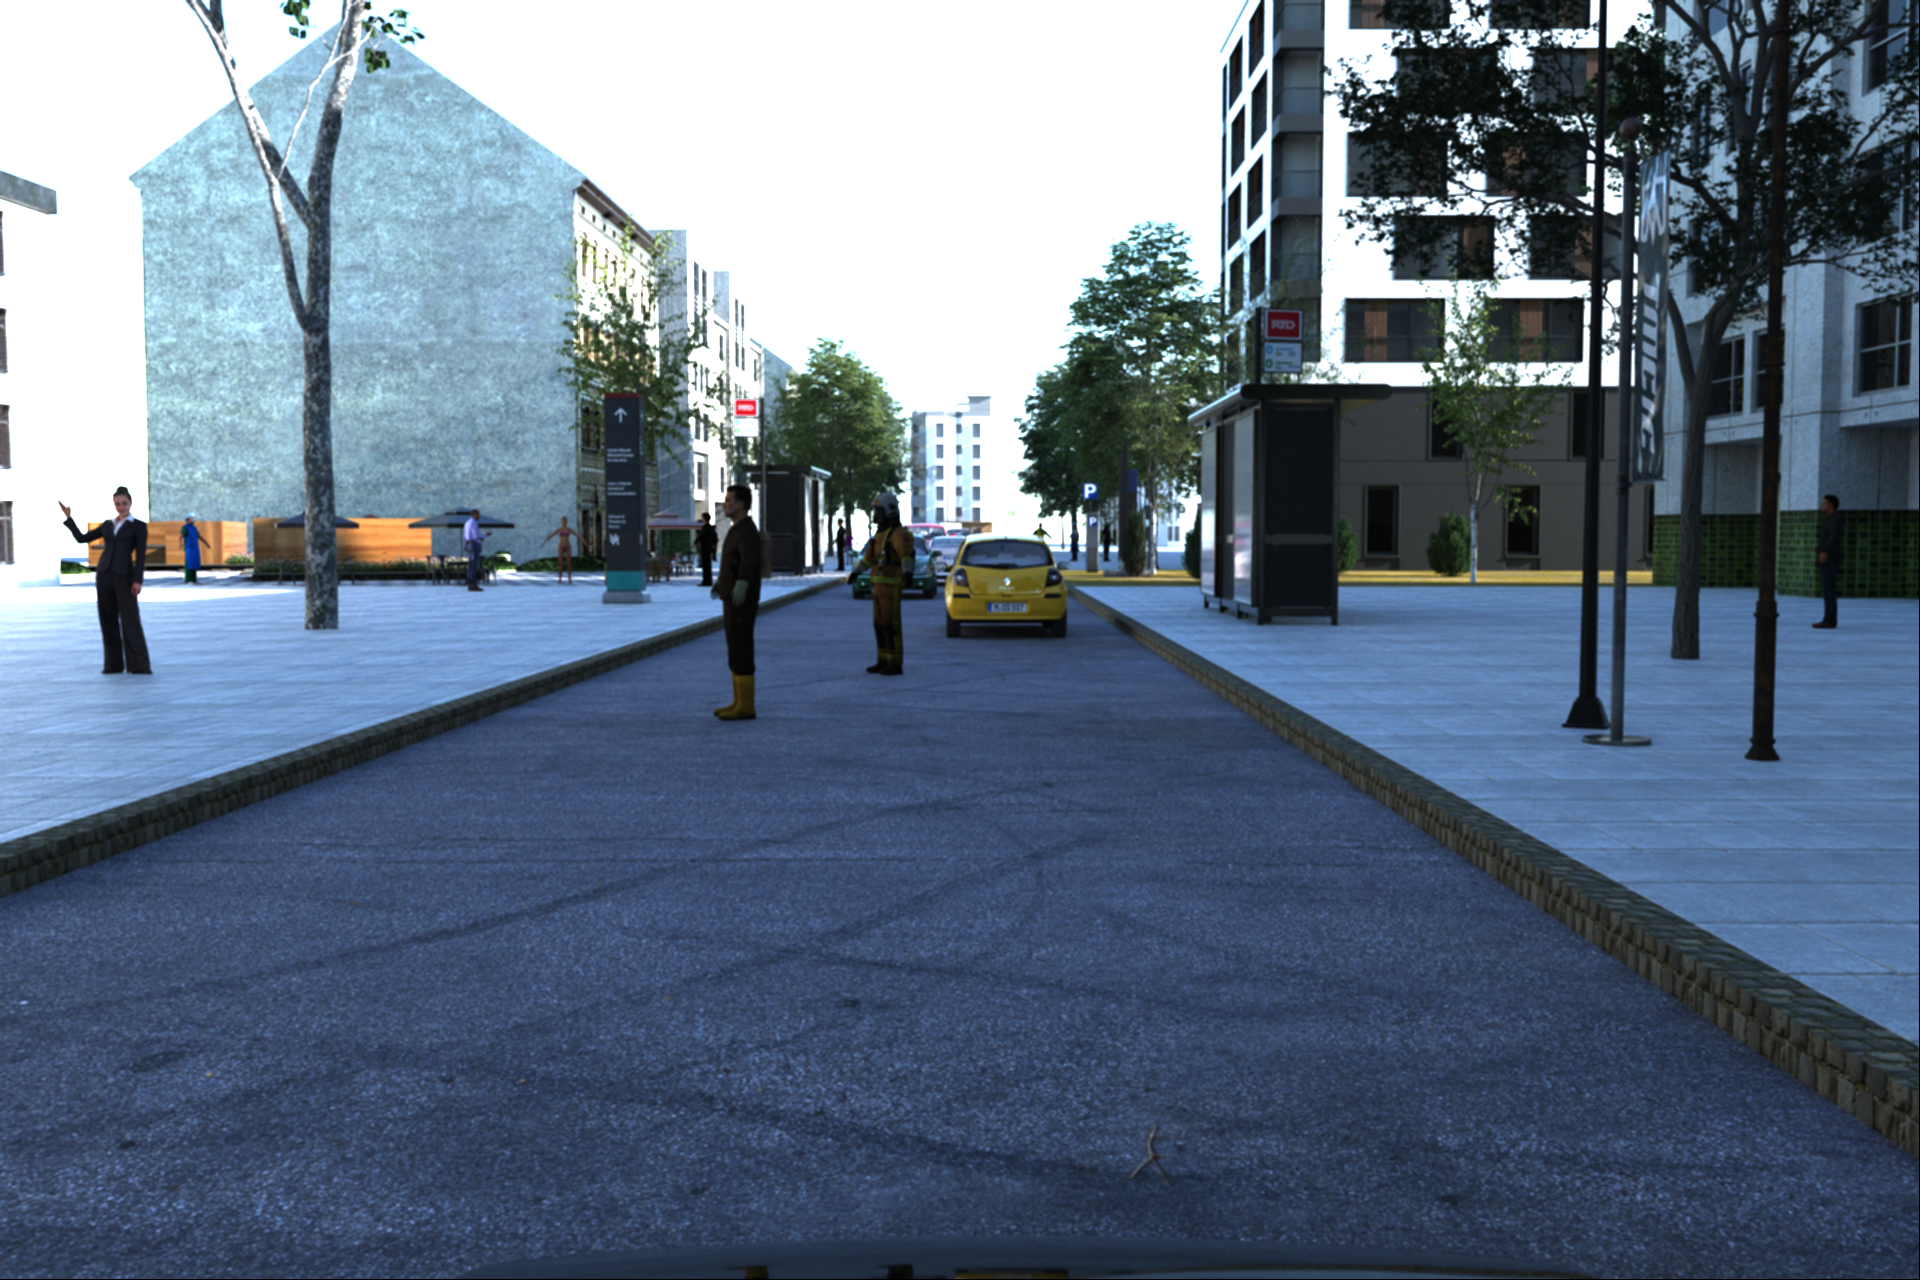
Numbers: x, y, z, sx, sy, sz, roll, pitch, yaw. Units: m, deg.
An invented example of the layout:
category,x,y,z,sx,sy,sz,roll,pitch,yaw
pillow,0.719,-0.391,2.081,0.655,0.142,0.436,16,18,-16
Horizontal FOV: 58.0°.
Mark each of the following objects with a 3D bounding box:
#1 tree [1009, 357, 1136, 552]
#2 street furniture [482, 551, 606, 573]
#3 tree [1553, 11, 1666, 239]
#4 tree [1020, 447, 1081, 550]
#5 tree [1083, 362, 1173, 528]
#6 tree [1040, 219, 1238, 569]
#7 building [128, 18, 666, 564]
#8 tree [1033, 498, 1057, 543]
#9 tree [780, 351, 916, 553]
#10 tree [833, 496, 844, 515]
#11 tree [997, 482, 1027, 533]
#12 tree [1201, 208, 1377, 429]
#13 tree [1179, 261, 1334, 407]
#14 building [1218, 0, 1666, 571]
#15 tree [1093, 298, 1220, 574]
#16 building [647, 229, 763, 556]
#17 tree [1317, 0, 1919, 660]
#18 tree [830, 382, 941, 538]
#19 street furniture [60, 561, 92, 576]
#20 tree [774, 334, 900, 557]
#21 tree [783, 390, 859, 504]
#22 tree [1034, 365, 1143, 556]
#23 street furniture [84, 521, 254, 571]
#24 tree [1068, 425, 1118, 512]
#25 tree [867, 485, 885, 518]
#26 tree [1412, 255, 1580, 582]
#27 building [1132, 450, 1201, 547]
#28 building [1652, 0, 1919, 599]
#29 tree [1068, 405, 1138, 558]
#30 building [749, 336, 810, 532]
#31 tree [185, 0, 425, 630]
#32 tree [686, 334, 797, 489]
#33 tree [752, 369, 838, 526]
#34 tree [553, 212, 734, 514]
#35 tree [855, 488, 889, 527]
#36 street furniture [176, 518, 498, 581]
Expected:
category,x,y,z,sx,sy,sz,roll,pitch,yaw
tree,8.186,-13.262,123.481,9.857,13.997,8.962,0,3,0
street furniture,-14.943,-2.820,61.735,5.734,0.657,10.072,0,4,-4
tree,23.445,-11.854,49.697,12.611,20.169,13.585,0,3,0
tree,8.623,-12.708,142.185,8.767,10.594,7.601,1,4,21
tree,7.768,-7.500,72.988,4.360,8.622,3.978,0,3,0
tree,6.683,-8.876,63.246,7.486,12.596,7.792,0,3,0
building,-25.345,-15.384,82.456,19.493,23.208,18.063,0,4,1
tree,12.566,-17.482,236.195,4.360,8.622,3.978,0,3,0
tree,-7.808,-13.014,119.437,9.857,13.997,8.962,0,3,0
tree,-19.543,-20.112,239.200,12.009,13.543,11.850,0,3,0
tree,7.668,-17.744,240.482,4.360,8.622,3.978,0,3,0
tree,7.180,-5.470,39.804,4.360,8.622,3.978,0,3,0
tree,7.648,-5.955,47.725,4.360,8.622,3.978,0,3,0
building,24.950,-14.190,75.980,27.936,21.610,32.646,0,4,0
tree,5.922,-6.397,54.960,4.360,8.622,3.978,0,3,0
building,-23.732,-15.297,116.571,16.747,18.905,31.486,0,4,1
tree,7.213,-5.068,17.273,8.767,10.594,7.601,3,5,42
tree,-6.960,-13.572,132.272,12.009,13.543,11.850,0,3,0
street furniture,-30.405,-2.118,50.263,10.072,0.657,5.734,-3,5,-40
tree,-7.058,-11.058,98.931,7.486,12.596,7.792,0,3,0
tree,-7.244,-8.470,88.847,4.360,8.622,3.978,0,3,0
tree,7.934,-10.743,101.411,9.928,11.665,9.643,0,3,0
street furniture,-27.492,-3.465,63.514,9.812,1.723,11.010,-1,4,-13
tree,8.576,-9.777,110.217,4.737,8.622,4.395,0,3,0
tree,-10.814,-17.679,239.416,4.360,8.622,3.978,0,3,0
tree,13.679,-5.818,45.484,4.737,8.622,4.395,0,3,0
building,22.312,-14.613,181.074,9.099,9.664,28.070,0,4,1
building,25.444,-9.806,26.782,16.747,18.905,31.486,0,4,1
tree,7.770,-8.727,93.052,4.360,8.622,3.978,0,3,0
building,-24.666,-20.468,165.587,19.493,23.208,18.063,0,4,1
tree,-9.829,-10.266,23.733,12.611,20.169,13.585,0,3,0
tree,-8.634,-6.997,64.764,4.360,8.622,3.978,0,3,0
tree,-7.428,-7.761,77.258,4.737,8.622,4.395,0,3,0
tree,-7.708,-5.532,40.809,4.737,8.622,4.395,0,3,0
tree,-7.506,-12.078,147.844,4.360,8.622,3.978,0,3,0
street furniture,-16.690,-2.636,49.949,11.010,1.723,9.812,-1,4,-21
